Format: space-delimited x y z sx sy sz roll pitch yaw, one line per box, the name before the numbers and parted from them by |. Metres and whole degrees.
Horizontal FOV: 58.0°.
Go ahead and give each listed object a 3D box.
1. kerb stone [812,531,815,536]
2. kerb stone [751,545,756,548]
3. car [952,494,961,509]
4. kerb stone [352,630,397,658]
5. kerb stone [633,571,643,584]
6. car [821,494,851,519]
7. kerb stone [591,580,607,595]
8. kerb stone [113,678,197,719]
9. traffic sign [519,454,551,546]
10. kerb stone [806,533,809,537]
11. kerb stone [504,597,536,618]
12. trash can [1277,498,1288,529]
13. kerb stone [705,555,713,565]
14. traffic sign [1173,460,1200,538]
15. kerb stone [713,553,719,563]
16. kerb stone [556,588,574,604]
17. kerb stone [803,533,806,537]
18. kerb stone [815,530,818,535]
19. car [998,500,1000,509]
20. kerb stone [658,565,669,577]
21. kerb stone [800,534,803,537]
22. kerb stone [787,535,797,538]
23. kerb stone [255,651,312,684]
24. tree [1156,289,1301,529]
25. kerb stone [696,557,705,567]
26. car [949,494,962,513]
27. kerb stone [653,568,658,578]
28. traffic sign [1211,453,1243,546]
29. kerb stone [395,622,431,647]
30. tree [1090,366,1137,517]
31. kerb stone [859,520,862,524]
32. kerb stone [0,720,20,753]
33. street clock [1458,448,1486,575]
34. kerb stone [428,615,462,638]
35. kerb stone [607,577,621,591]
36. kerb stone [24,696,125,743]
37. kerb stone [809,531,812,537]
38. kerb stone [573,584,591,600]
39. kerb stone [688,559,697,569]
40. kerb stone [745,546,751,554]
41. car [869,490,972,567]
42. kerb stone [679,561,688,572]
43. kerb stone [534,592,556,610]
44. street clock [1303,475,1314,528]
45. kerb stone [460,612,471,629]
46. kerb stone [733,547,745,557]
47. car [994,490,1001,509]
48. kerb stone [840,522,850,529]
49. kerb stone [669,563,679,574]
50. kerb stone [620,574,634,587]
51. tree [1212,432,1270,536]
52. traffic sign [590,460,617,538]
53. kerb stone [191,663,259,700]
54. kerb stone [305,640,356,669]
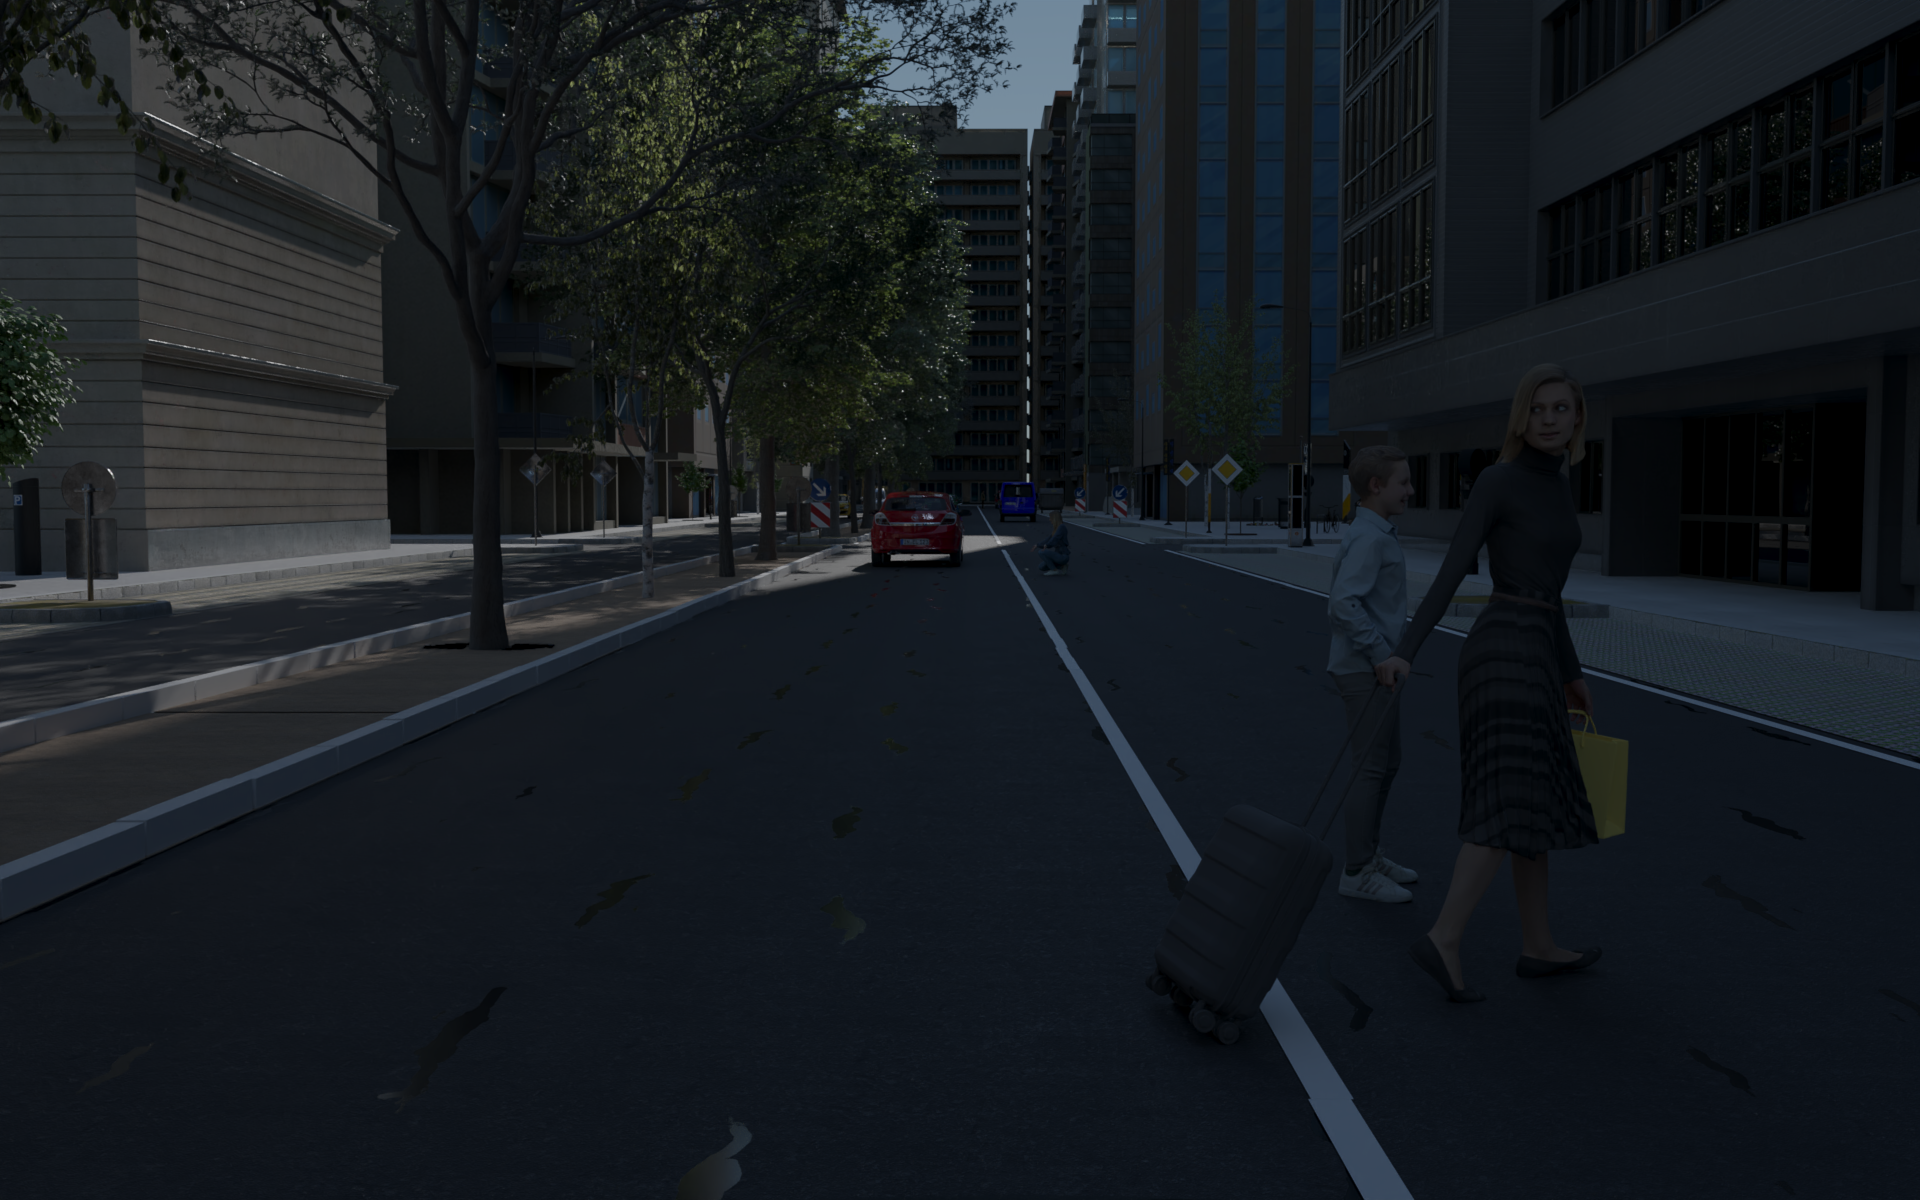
kerb stone | -5.052 -2.196 58.093 0.120 0.150 1.000 0 4 0
kerb stone | -5.150 -1.222 42.193 0.120 0.150 1.000 0 4 0
car | -0.973 -9.522 167.486 2.131 1.459 4.920 0 4 1
kerb stone | -5.302 0.408 15.530 0.120 0.150 1.000 0 4 0
kerb stone | -5.232 -0.343 27.828 0.120 0.150 1.000 0 4 0
car | -7.213 -5.619 102.094 2.015 1.641 3.980 0 4 -1
kerb stone | -5.247 -0.152 24.739 0.120 0.150 1.000 0 4 0
kerb stone | -5.330 0.659 11.418 0.120 0.150 1.000 0 4 0
traffic sign | -10.511 -2.400 42.882 0.795 2.450 0.064 0 4 0
kerb stone | -5.063 -2.070 56.037 0.120 0.150 1.000 0 4 0
kerb stone | -5.273 0.095 20.644 0.120 0.150 1.000 0 4 0
trash can | 11.989 -3.176 63.586 0.748 1.137 0.748 0 3 0
kerb stone | -5.190 -0.784 35.019 0.120 0.150 1.000 0 4 0
traffic sign | 6.629 -2.881 50.747 0.795 2.450 0.064 0 4 0
kerb stone | -5.183 -0.844 36.048 0.120 0.150 1.000 0 4 0
kerb stone | -5.263 -0.026 22.692 0.120 0.150 1.000 0 4 0
kerb stone | -5.072 -2.007 55.010 0.120 0.150 1.000 0 4 0
kerb stone | -5.047 -2.258 59.115 0.120 0.150 1.000 0 4 0
car | 4.533 -9.207 162.332 2.131 1.459 4.920 0 4 -2
kerb stone | -5.219 -0.470 29.888 0.120 0.150 1.000 0 4 0
kerb stone | -5.073 -1.944 53.988 0.120 0.150 1.000 0 4 0
kerb stone | -5.083 -1.819 51.943 0.120 0.150 1.000 0 4 0
kerb stone | -5.316 0.535 13.477 0.120 0.150 1.000 0 4 0
tree | 9.999 -6.884 62.922 4.737 8.622 4.395 0 3 0
kerb stone | -5.194 -0.717 33.992 0.120 0.150 1.000 0 4 0
car | -0.954 -4.363 83.132 2.131 1.459 4.920 0 4 0
kerb stone | -5.224 -0.405 28.859 0.120 0.150 1.000 0 4 0
traffic sign | 6.582 -2.393 42.762 0.795 2.450 0.064 0 4 0
kerb stone | -5.293 0.345 16.551 0.120 0.150 1.000 0 4 0
tree | 9.619 -9.070 98.663 4.360 8.622 3.978 0 3 0
kerb stone | -4.877 -3.952 86.816 0.120 0.150 1.000 0 4 0
kerb stone | -5.337 0.784 9.371 0.120 0.150 1.000 0 4 0
street clock | 8.133 -1.405 27.547 0.471 2.002 0.358 -3 5 -42
kerb stone | -5.288 0.283 17.573 0.120 0.150 1.000 0 4 0
kerb stone | -5.242 -0.213 25.769 0.120 0.150 1.000 0 4 0
kerb stone | -5.334 0.722 10.393 0.120 0.150 1.000 0 4 0
kerb stone | -5.061 -2.124 57.059 0.120 0.150 1.000 0 4 0
kerb stone | -5.255 -0.093 23.713 0.120 0.150 1.000 0 4 0
kerb stone | -5.197 -0.656 32.970 0.120 0.150 1.000 0 4 0
kerb stone | -5.158 -1.158 41.166 0.120 0.150 1.000 0 4 0
car | -0.837 -1.626 35.633 2.155 1.783 4.494 0 4 1
kerb stone | -5.207 -0.596 31.944 0.120 0.150 1.000 0 4 0
kerb stone | -5.268 0.032 21.666 0.120 0.150 1.000 0 4 0
street clock | 13.105 -3.715 65.306 0.358 2.002 0.471 -2 4 -33
kerb stone | -5.285 0.224 18.596 0.120 0.150 1.000 0 4 0
kerb stone | -5.158 -1.097 40.136 0.120 0.150 1.000 0 4 0
car | 4.477 -9.965 171.597 2.281 1.827 5.304 0 4 1
kerb stone | -4.949 -3.198 74.490 0.120 0.150 1.000 0 4 0
kerb stone | -5.206 -0.533 30.915 0.120 0.150 1.000 0 4 0
kerb stone | -5.240 -0.279 26.805 0.120 0.150 1.000 0 4 0
tree | 8.634 -3.634 54.016 1.663 3.219 1.824 0 3 0
traffic sign | -10.464 -2.888 50.867 0.795 2.450 0.064 0 4 0
kerb stone | -5.324 0.598 12.445 0.120 0.150 1.000 0 4 0
kerb stone | -5.313 0.472 14.498 0.120 0.150 1.000 0 4 0
